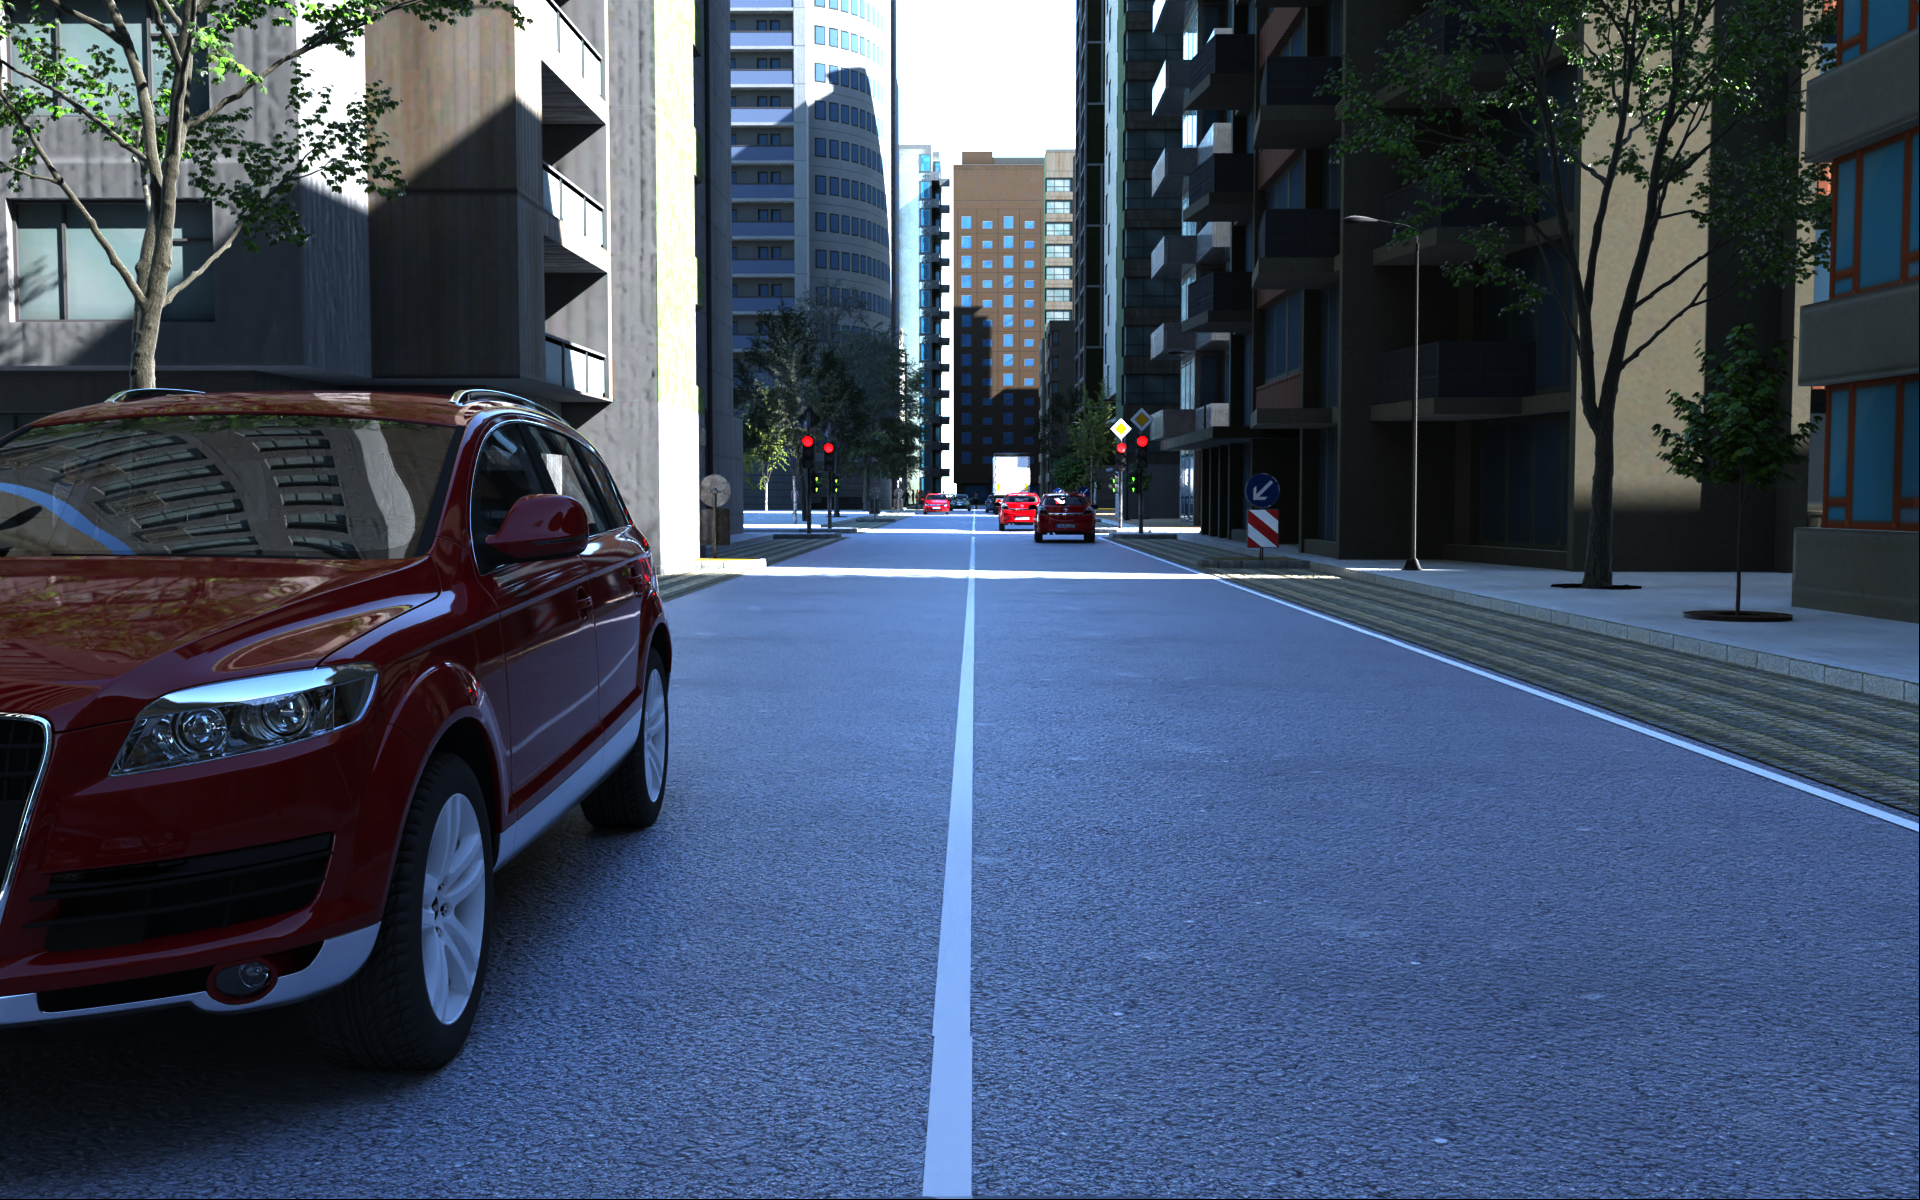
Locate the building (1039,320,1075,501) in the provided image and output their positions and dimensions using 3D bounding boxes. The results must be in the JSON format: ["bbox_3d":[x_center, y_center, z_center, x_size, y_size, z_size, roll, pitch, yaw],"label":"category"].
[{"bbox_3d":[22.863,-20.905,186.842,27.650,21.520,28.899,0,4,1],"label":"building"}]

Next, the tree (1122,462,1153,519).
[{"bbox_3d":[9.051,-5.745,88.533,1.663,3.219,1.824,0,3,0],"label":"tree"}]

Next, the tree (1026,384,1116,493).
[{"bbox_3d":[9.816,-12.909,145.468,8.767,10.594,7.601,0,4,-1],"label":"tree"}]

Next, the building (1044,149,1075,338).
[{"bbox_3d":[16.991,-32.071,207.948,14.154,41.232,14.086,0,4,1],"label":"building"}]

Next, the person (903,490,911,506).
[{"bbox_3d":[-5.690,-10.882,184.509,0.990,1.755,0.434,2,4,29],"label":"person"}]

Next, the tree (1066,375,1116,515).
[{"bbox_3d":[8.430,-9.641,107.999,4.737,8.622,4.395,0,3,0],"label":"tree"}]

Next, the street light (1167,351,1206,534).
[{"bbox_3d":[7.400,-5.116,56.188,1.470,5.913,1.316,0,4,1],"label":"street light"}]

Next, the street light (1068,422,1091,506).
[{"bbox_3d":[7.884,-8.506,111.609,1.470,5.913,1.316,0,4,1],"label":"street light"}]

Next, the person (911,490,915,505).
[{"bbox_3d":[-5.777,-12.618,212.355,0.705,1.824,1.348,1,4,14],"label":"person"}]

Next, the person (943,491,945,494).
[{"bbox_3d":[-1.945,-11.816,201.778,0.705,1.812,1.348,0,4,1],"label":"person"}]

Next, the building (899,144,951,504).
[{"bbox_3d":[-16.524,-37.628,234.821,30.456,49.044,23.786,0,4,1],"label":"building"}]

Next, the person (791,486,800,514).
[{"bbox_3d":[-10.546,-6.420,111.021,0.555,1.821,0.388,0,4,-5],"label":"person"}]

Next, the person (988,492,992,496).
[{"bbox_3d":[2.771,-8.685,151.974,0.593,1.643,0.415,-1,4,-9],"label":"person"}]

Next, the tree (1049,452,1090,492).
[{"bbox_3d":[8.621,-9.307,135.883,4.285,4.588,4.351,0,3,0],"label":"tree"}]

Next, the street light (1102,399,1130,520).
[{"bbox_3d":[7.627,-6.847,84.494,1.470,5.913,1.316,0,4,1],"label":"street light"}]

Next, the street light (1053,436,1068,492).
[{"bbox_3d":[8.116,-10.164,138.724,1.470,5.913,1.316,0,4,1],"label":"street light"}]

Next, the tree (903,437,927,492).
[{"bbox_3d":[-5.622,-14.425,186.204,4.360,8.622,3.978,0,3,0],"label":"tree"}]

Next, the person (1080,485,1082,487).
[{"bbox_3d":[8.791,-7.283,124.486,0.648,1.900,0.474,-1,4,-13],"label":"person"}]

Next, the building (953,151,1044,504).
[{"bbox_3d":[6.269,-35.425,229.308,14.200,45.320,14.600,0,4,1],"label":"building"}]

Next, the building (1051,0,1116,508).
[{"bbox_3d":[19.225,-44.123,159.666,20.563,71.187,20.611,0,4,1],"label":"building"}]

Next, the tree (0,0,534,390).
[{"bbox_3d":[-7.505,-5.518,15.971,9.928,11.665,9.643,0,3,0],"label":"tree"}]

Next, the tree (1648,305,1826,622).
[{"bbox_3d":[8.147,-1.419,17.802,1.663,3.219,1.824,0,3,0],"label":"tree"}]

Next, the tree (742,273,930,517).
[{"bbox_3d":[-6.886,-11.356,96.039,12.009,13.543,11.850,0,3,0],"label":"tree"}]

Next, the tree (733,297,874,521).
[{"bbox_3d":[-7.554,-9.022,81.925,7.601,10.594,8.767,3,5,43],"label":"tree"}]

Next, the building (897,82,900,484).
[{"bbox_3d":[-13.313,-32.058,174.259,14.600,45.320,14.200,0,4,1],"label":"building"}]

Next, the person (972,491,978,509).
[{"bbox_3d":[1.432,-9.501,164.632,0.721,1.735,1.217,-1,4,-22],"label":"person"}]

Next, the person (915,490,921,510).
[{"bbox_3d":[-3.842,-9.149,158.106,0.705,1.821,1.348,1,4,22],"label":"person"}]

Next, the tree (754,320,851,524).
[{"bbox_3d":[-6.897,-7.512,73.184,4.360,8.622,3.978,0,3,0],"label":"tree"}]

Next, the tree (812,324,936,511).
[{"bbox_3d":[-6.917,-13.678,130.291,9.857,13.997,8.962,0,3,0],"label":"tree"}]

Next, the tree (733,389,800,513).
[{"bbox_3d":[-13.171,-10.325,119.169,4.737,8.622,4.395,0,3,0],"label":"tree"}]

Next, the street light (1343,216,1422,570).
[{"bbox_3d":[7.092,-3.458,29.074,1.470,5.913,1.316,0,4,1],"label":"street light"}]

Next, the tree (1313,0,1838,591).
[{"bbox_3d":[8.615,-5.954,23.103,9.928,11.665,9.643,0,3,0],"label":"tree"}]

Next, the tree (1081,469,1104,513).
[{"bbox_3d":[9.153,-7.643,119.558,1.663,3.219,1.824,0,3,0],"label":"tree"}]
